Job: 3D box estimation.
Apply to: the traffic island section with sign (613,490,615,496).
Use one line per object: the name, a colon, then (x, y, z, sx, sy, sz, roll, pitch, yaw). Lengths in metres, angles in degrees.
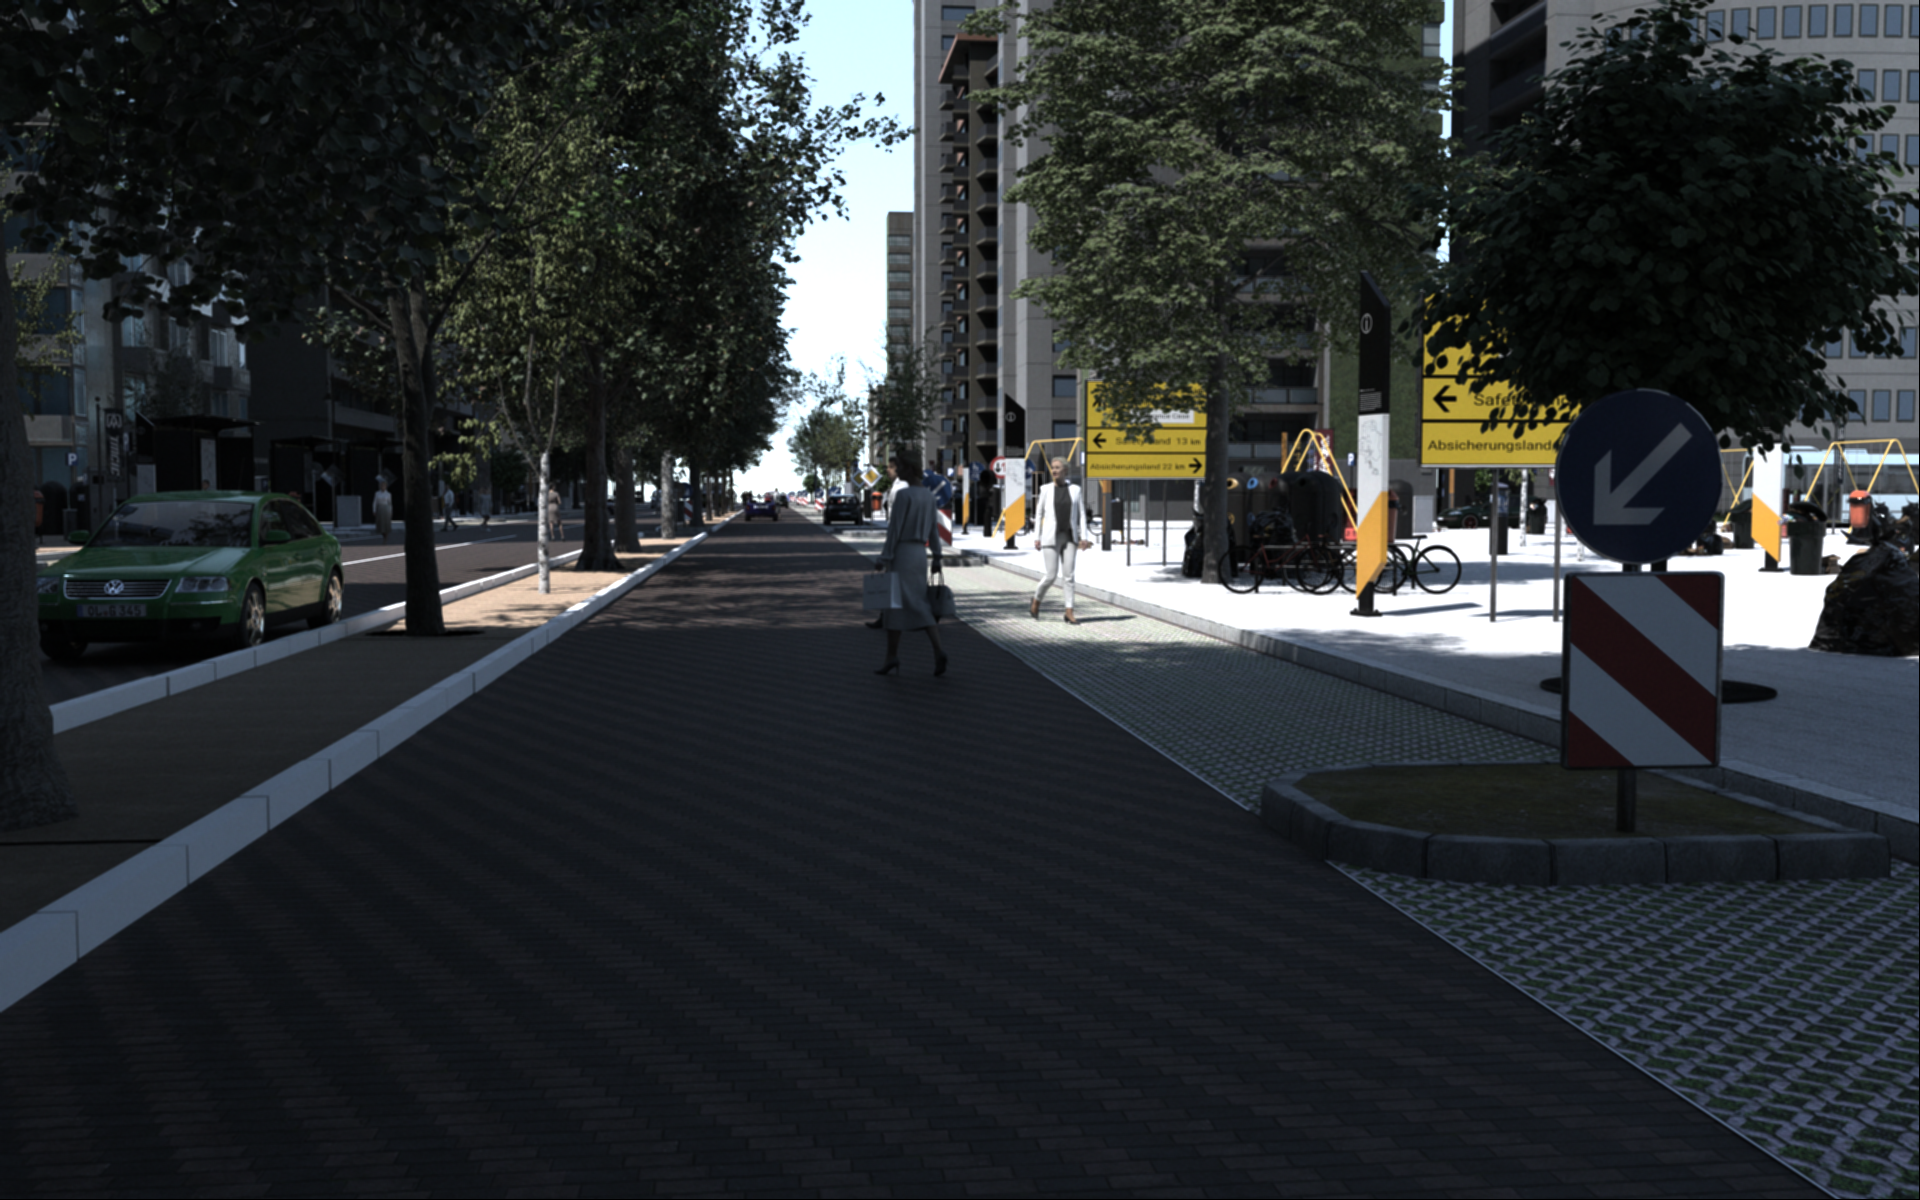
traffic island section with sign: (-32.434, -9.487, 163.741, 1.989, 1.847, 2.006, 0, 4, -6)

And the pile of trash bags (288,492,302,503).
pile of trash bags: (-26.123, -3.464, 66.389, 1.912, 1.369, 3.447, 0, 4, 2)

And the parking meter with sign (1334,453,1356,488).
parking meter with sign: (15.767, -4.693, 72.985, 1.738, 3.016, 0.543, -1, 4, -17)

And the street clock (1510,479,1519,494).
street clock: (27.483, -4.976, 85.930, 0.471, 2.002, 0.358, -3, 5, -43)

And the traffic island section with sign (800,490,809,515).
traffic island section with sign: (-9.544, -6.566, 115.982, 1.989, 1.847, 2.006, 0, 4, -6)

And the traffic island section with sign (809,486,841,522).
traffic island section with sign: (-6.543, -4.889, 88.558, 1.989, 1.847, 2.006, 0, 4, -6)

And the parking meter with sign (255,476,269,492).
parking meter with sign: (-30.164, -4.789, 74.561, 1.738, 3.016, 0.543, 1, 4, 22)

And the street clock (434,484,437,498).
street clock: (-38.065, -7.393, 125.442, 0.358, 2.002, 0.471, -2, 4, -23)

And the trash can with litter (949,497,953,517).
trash can with litter: (-0.642, -4.501, 84.985, 0.624, 1.170, 1.055, 0, 4, 0)

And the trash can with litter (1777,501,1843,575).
trash can with litter: (13.581, -0.992, 27.605, 1.055, 1.170, 0.624, -2, 4, -34)

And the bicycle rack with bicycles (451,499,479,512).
bicycle rack with bicycles: (-35.697, -6.734, 123.478, 2.925, 0.926, 2.852, -2, 4, -25)

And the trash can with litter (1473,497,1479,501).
trash can with litter: (22.066, -3.764, 72.930, 1.055, 1.170, 0.624, -1, 4, -21)

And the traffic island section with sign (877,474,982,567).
traffic island section with sign: (-0.661, -1.602, 34.829, 1.989, 1.847, 2.006, 0, 4, -6)

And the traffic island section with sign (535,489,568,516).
traffic island section with sign: (-27.110, -6.505, 114.992, 1.989, 1.847, 2.006, 0, 4, -6)

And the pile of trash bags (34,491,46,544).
pile of trash bags: (-24.967, -2.128, 44.550, 3.447, 1.369, 1.912, 1, 4, 17)

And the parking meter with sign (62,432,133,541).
parking meter with sign: (-23.992, -3.176, 48.184, 0.543, 3.016, 1.738, 3, 5, 44)

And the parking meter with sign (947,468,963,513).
parking meter with sign: (-0.138, -7.404, 117.309, 0.543, 3.016, 1.738, 2, 4, 35)

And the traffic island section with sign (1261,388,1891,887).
traffic island section with sign: (2.357, 0.084, 7.250, 1.989, 1.847, 2.006, 0, 4, -6)

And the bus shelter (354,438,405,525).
bus shelter: (-25.302, -5.174, 75.877, 1.731, 3.624, 6.357, 0, 4, -6)

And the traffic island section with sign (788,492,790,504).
traffic island section with sign: (-18.027, -11.313, 193.587, 1.989, 1.847, 2.006, 0, 4, -6)

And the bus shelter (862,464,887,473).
bus shelter: (-6.694, -8.913, 137.012, 1.731, 3.624, 6.357, 0, 4, -6)

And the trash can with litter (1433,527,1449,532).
trash can with litter: (15.927, -2.937, 59.079, 2.233, 1.210, 1.678, -2, 4, -29)

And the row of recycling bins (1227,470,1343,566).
row of recycling bins: (5.804, -1.500, 31.633, 1.069, 1.692, 3.534, -1, 4, -20)

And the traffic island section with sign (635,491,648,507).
traffic island section with sign: (-35.417, -11.152, 190.956, 1.989, 1.847, 2.006, 0, 4, -6)

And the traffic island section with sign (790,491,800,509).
traffic island section with sign: (-14.992, -9.620, 165.914, 1.989, 1.847, 2.006, 0, 4, -6)

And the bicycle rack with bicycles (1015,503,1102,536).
bicycle rack with bicycles: (3.135, -2.503, 54.310, 2.925, 0.926, 2.852, 0, 4, 7)

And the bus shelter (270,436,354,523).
bus shelter: (-27.257, -4.983, 72.762, 1.731, 3.624, 6.357, 0, 4, -6)

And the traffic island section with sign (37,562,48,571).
traffic island section with sign: (-17.994, -1.417, 31.793, 1.989, 1.847, 2.006, 0, 4, -6)

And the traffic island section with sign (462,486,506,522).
traffic island section with sign: (-24.164, -4.859, 88.065, 1.989, 1.847, 2.006, 0, 4, -6)

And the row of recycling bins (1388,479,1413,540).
row of recycling bins: (12.659, -2.644, 50.340, 1.069, 1.692, 3.534, 1, 4, 11)

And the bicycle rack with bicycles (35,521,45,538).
bicycle rack with bicycles: (-28.156, -2.216, 49.617, 2.925, 0.926, 2.852, -1, 4, -10)

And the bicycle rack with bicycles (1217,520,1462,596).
bicycle rack with bicycles: (5.094, -0.574, 22.767, 2.925, 0.926, 2.852, 1, 4, 23)

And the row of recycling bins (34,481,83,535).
row of recycling bins: (-28.848, -2.896, 54.463, 3.534, 1.692, 1.069, 0, 4, 7)

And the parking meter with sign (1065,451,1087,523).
parking meter with sign: (4.546, -4.521, 70.178, 1.738, 3.016, 0.543, -3, 5, -44)

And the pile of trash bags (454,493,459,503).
pile of trash bags: (-39.087, -7.842, 137.971, 3.447, 1.369, 1.912, 2, 4, 31)

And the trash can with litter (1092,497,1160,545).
trash can with litter: (4.153, -2.023, 44.129, 1.678, 1.210, 2.233, -2, 4, -34)

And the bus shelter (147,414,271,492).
bus shelter: (-23.291, -3.820, 53.736, 1.731, 3.624, 6.357, 0, 4, -6)

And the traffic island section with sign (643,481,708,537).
traffic island section with sign: (-9.716, -3.107, 58.934, 2.006, 1.907, 1.989, 0, 4, -6)

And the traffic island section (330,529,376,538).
traffic island section: (-20.801, -2.153, 57.490, 2.009, 0.180, 2.903, 0, 4, -6)

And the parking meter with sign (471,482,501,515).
parking meter with sign: (-28.940, -6.689, 105.632, 1.738, 3.016, 0.543, 0, 3, 0)

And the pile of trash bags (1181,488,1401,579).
pile of trash bags: (5.101, -1.055, 27.007, 3.447, 1.369, 1.912, 1, 4, 16)

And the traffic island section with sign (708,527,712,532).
traffic island section with sign: (-10.512, -3.557, 66.298, 2.006, 1.907, 1.989, 0, 4, -6)

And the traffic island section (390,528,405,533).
traffic island section: (-21.669, -2.639, 65.428, 2.009, 0.180, 2.903, 0, 4, -6)

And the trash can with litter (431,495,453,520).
trash can with litter: (-26.726, -4.641, 86.938, 2.233, 1.210, 1.678, 1, 4, 9)

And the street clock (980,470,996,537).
street clock: (0.830, -2.883, 51.710, 0.358, 2.002, 0.471, -3, 5, -44)

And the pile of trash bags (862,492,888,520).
pile of trash bags: (-3.071, -4.572, 84.504, 3.447, 1.369, 1.912, 3, 5, 42)

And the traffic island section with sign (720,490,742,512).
traffic island section with sign: (-18.694, -8.126, 140.992, 2.006, 1.907, 1.989, 0, 4, -6)

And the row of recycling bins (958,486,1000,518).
row of recycling bins: (0.982, -5.392, 95.273, 1.069, 1.692, 3.534, -3, 4, -37)

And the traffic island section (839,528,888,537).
traffic island section: (-3.015, -2.272, 59.424, 2.009, 0.180, 2.903, 0, 4, -6)

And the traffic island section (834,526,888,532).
traffic island section: (-3.883, -2.757, 67.362, 2.009, 0.180, 2.903, 0, 4, -6)

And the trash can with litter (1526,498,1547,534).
trash can with litter: (18.253, -2.681, 55.225, 0.624, 1.170, 1.055, -1, 4, -12)

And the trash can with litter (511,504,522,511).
trash can with litter: (-32.755, -7.182, 128.491, 2.233, 1.210, 1.678, 1, 4, 19)

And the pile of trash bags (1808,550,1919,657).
pile of trash bags: (8.851, -0.268, 14.134, 3.447, 1.369, 1.912, -1, 4, -21)
